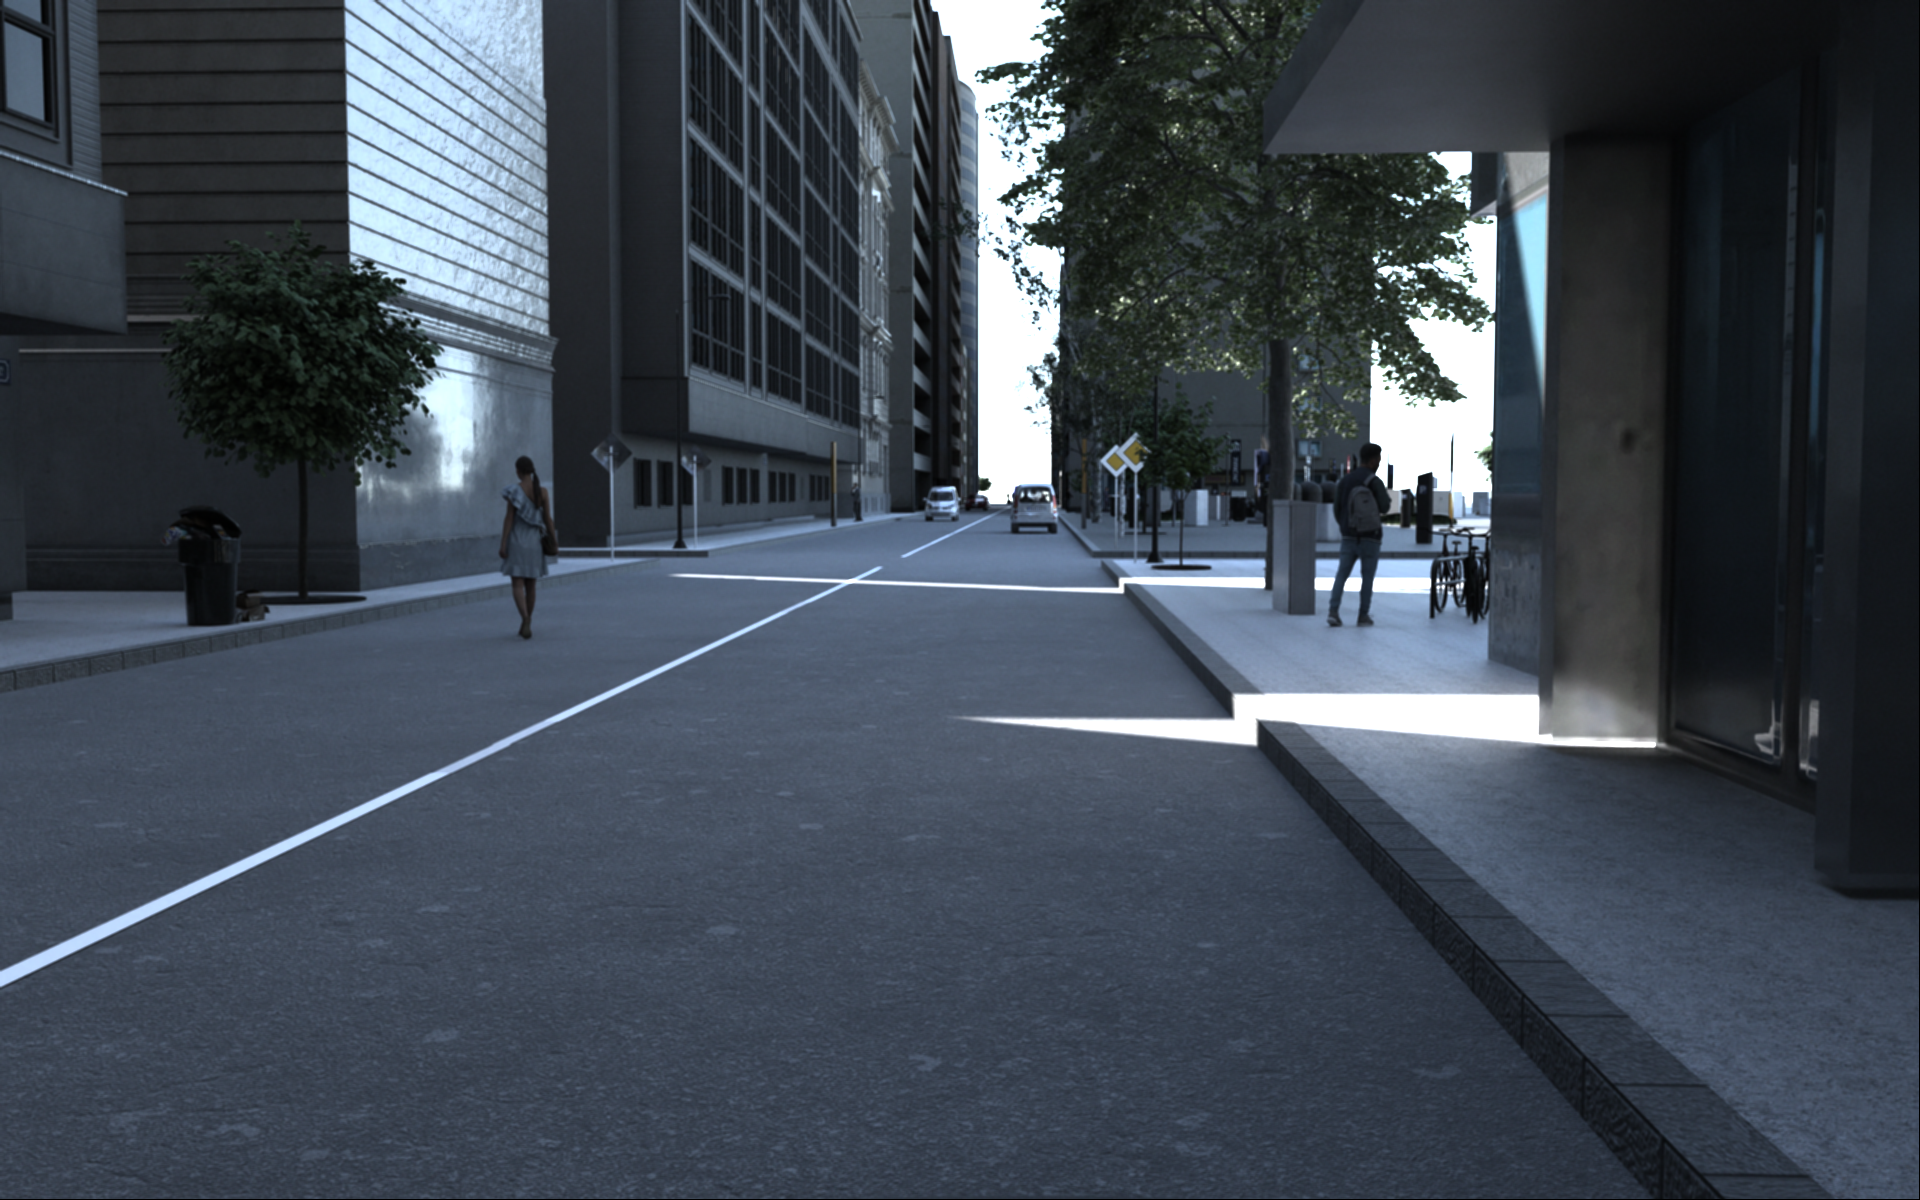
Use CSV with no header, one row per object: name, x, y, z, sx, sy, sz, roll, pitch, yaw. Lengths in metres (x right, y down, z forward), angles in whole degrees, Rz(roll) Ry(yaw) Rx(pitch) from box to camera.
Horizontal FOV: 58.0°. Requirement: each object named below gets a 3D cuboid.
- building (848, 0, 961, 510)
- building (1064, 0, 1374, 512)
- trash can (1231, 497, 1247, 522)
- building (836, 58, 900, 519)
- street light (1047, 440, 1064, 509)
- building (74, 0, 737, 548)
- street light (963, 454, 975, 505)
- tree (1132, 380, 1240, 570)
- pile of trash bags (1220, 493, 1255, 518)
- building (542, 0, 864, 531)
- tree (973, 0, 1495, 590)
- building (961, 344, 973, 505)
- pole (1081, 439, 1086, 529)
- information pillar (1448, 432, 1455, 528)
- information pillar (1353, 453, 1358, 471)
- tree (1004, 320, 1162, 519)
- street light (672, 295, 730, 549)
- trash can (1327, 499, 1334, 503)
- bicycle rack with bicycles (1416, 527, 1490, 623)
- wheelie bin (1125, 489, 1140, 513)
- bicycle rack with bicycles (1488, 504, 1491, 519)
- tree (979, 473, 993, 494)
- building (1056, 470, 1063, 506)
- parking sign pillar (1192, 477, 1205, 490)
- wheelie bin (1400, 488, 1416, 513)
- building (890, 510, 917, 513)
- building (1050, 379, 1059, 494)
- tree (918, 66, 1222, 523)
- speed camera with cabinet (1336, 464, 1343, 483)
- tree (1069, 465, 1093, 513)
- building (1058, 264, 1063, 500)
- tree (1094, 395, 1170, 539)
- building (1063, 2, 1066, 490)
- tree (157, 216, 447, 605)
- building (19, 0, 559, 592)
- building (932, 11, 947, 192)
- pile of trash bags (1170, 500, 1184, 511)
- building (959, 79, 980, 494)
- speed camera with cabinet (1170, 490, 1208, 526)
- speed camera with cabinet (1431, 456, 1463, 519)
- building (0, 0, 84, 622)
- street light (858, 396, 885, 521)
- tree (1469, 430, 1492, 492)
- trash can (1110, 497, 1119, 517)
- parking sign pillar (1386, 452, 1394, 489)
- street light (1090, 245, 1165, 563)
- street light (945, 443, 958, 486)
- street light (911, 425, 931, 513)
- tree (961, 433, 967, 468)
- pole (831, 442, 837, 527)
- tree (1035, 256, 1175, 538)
building,-11.026,-33.861,177.329,21.300,48.544,21.600,0,4,3
building,18.792,-31.001,130.572,21.300,48.544,21.600,0,4,3
trash can,13.067,-4.247,81.094,0.748,1.137,0.748,0,3,0
building,-11.234,-19.189,101.133,14.401,28.519,23.554,0,4,3
street light,8.343,-10.818,149.410,1.470,5.913,1.316,0,4,3
building,-13.218,-15.846,52.582,14.314,27.812,24.014,0,4,3
street light,1.006,-13.916,200.062,1.470,5.913,1.316,0,4,3
tree,3.683,-2.146,29.693,1.663,3.219,1.824,0,3,0
pile of trash bags,16.024,-5.169,94.258,3.447,1.369,1.912,0,4,7
building,-12.498,-17.311,76.544,14.314,27.812,24.014,0,4,3
tree,3.906,-6.398,22.733,7.486,12.596,7.792,0,3,0
building,-12.776,-22.590,214.393,27.650,21.520,28.899,0,4,3
pole,4.583,-4.293,64.041,0.158,3.312,0.155,0,3,0
information pillar,18.402,-4.493,64.812,0.183,3.616,0.504,2,4,24
information pillar,22.428,-6.538,98.257,0.183,3.616,0.504,-1,4,-15
tree,6.720,-9.556,90.652,8.767,10.594,7.601,0,4,-8
street light,-6.045,-4.157,40.516,1.470,5.913,1.316,0,4,3
trash can,10.955,-2.339,49.896,0.748,1.137,0.748,0,3,0
bicycle rack with bicycles,5.902,-0.287,18.081,2.852,0.926,2.925,2,4,34
wheelie bin,10.218,-5.779,102.402,0.980,1.594,0.693,2,4,24
bicycle rack with bicycles,20.689,-3.084,63.797,2.852,0.926,2.925,1,4,18
tree,3.682,-17.778,274.378,4.285,4.588,4.351,0,3,0
building,23.519,-48.660,233.837,20.563,71.187,20.611,0,4,3
parking sign pillar,14.013,-7.060,103.895,1.447,3.967,1.447,3,4,37
wheelie bin,23.859,-5.134,91.855,0.693,1.594,0.980,2,4,28
building,-13.344,-30.783,127.003,21.300,48.544,21.600,0,4,3
building,27.487,-25.378,259.963,27.650,21.520,28.899,0,4,3
tree,5.033,-13.570,77.764,12.611,20.169,13.585,0,3,0
speed camera with cabinet,25.405,-7.313,113.908,2.038,3.252,0.660,-3,4,-37
tree,8.098,-7.438,116.214,1.663,3.219,1.824,0,3,0
building,19.412,-27.292,217.918,14.160,30.474,14.107,0,4,3
tree,5.904,-4.414,55.889,4.285,4.588,4.351,0,3,0
building,19.786,-37.499,155.108,21.231,58.520,28.212,0,4,3
tree,-7.831,-2.252,20.538,4.285,4.588,4.351,0,3,0
building,-16.562,-10.885,27.123,18.267,20.994,9.793,0,4,3
building,-8.444,-31.151,159.429,14.600,45.320,14.200,0,4,3
pile of trash bags,13.795,-5.458,98.988,3.447,1.369,1.912,-1,4,-11
building,-8.280,-42.789,241.594,21.231,58.520,28.212,0,4,3
speed camera with cabinet,9.180,-4.591,69.403,0.660,3.252,2.038,-2,4,-24
speed camera with cabinet,24.879,-5.808,89.301,2.038,3.252,0.660,-1,4,-11
building,-15.483,-12.945,5.163,14.314,27.812,24.014,0,4,3
street light,-4.238,-6.709,82.231,1.470,5.913,1.316,0,4,3
tree,22.832,-5.383,71.722,4.285,4.588,4.351,0,3,0
trash can,8.878,-5.323,98.683,0.748,1.137,0.748,0,3,0
parking sign pillar,27.698,-7.528,111.554,1.447,3.967,1.447,1,4,15
street light,3.104,-3.651,32.228,1.470,5.913,1.316,0,4,3
street light,-0.812,-11.359,158.256,1.470,5.913,1.316,0,4,3
street light,-2.645,-8.835,116.998,1.470,5.913,1.316,0,4,3
tree,-1.141,-14.790,192.181,4.360,8.622,3.978,0,3,0
pole,-4.959,-4.534,67.966,0.158,3.312,0.155,0,3,0
tree,4.613,-6.139,50.737,4.360,8.622,3.978,0,3,0
